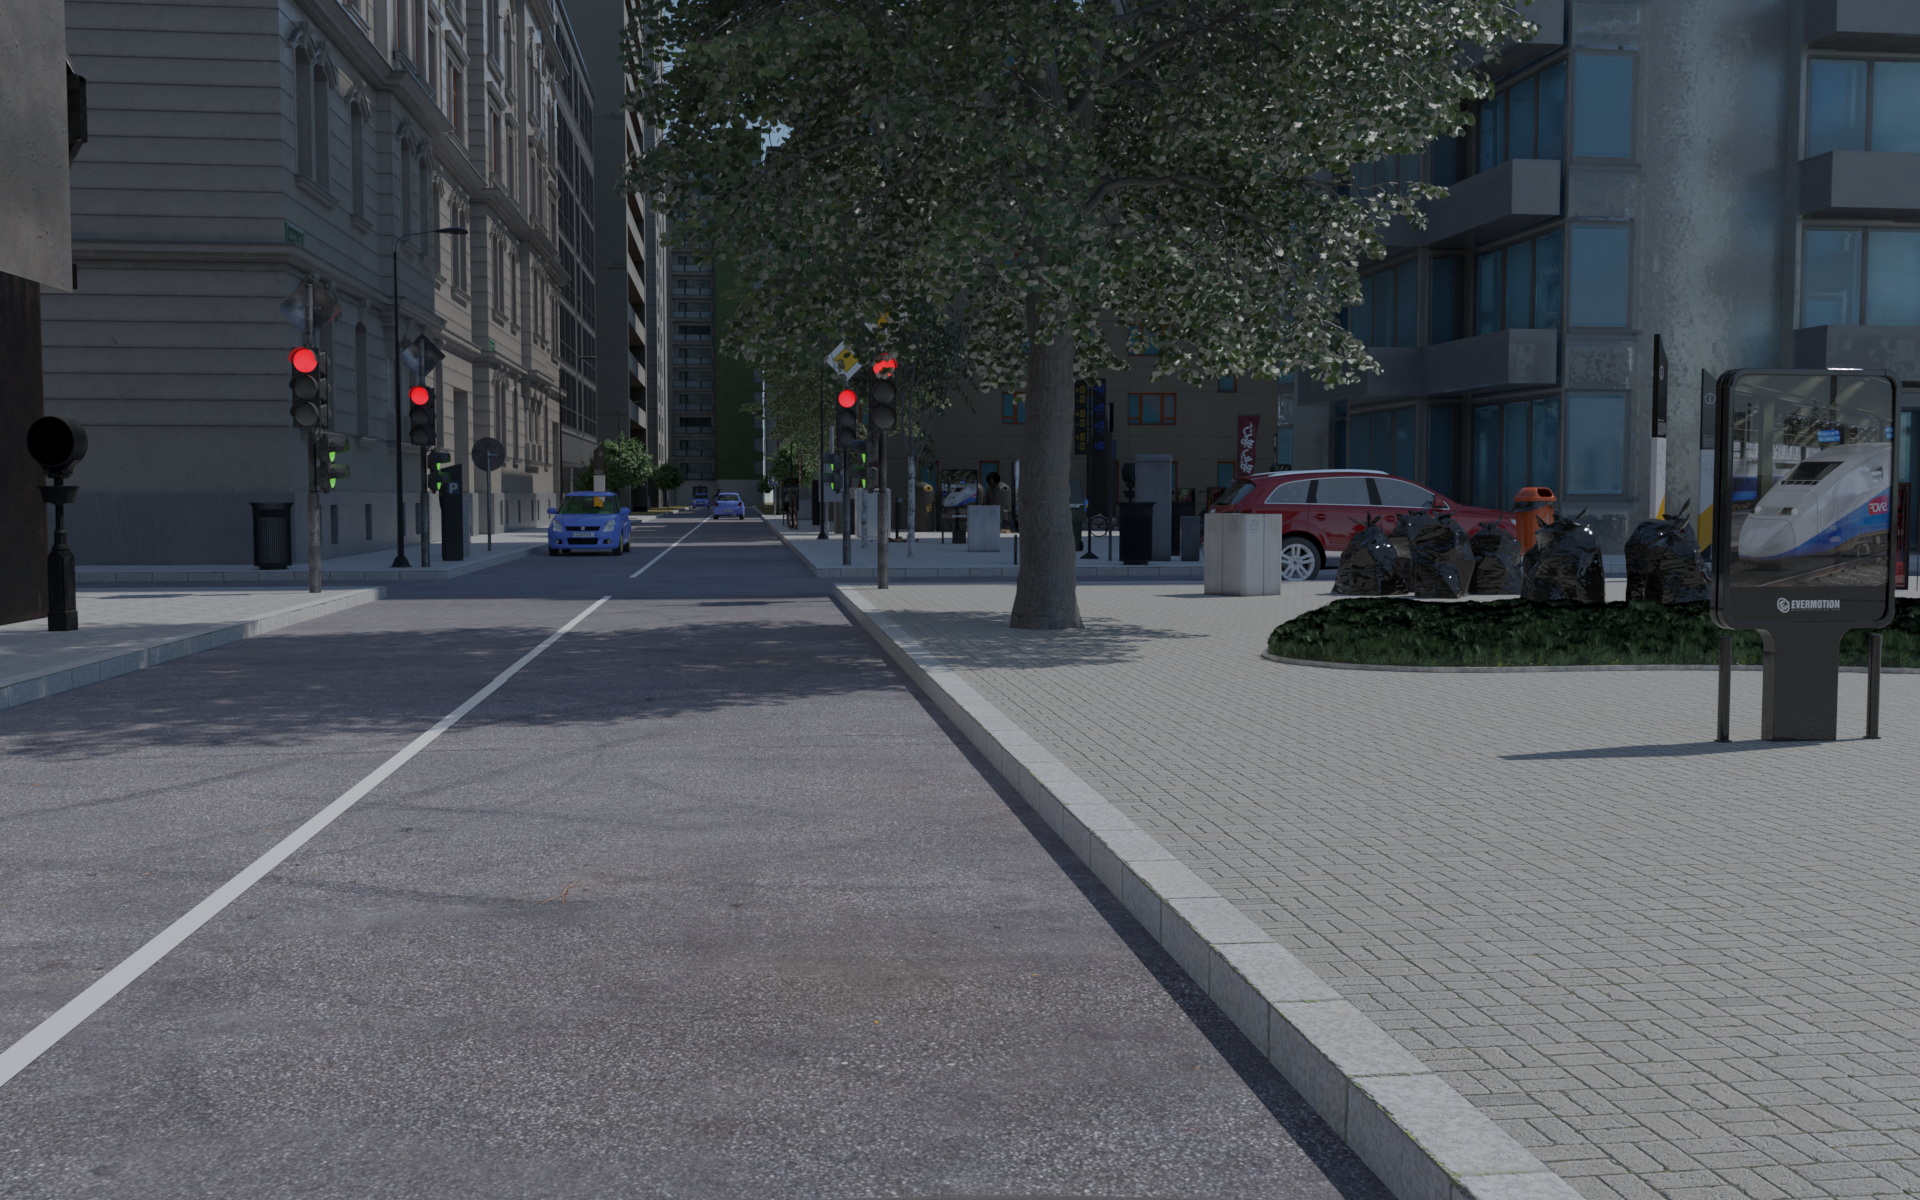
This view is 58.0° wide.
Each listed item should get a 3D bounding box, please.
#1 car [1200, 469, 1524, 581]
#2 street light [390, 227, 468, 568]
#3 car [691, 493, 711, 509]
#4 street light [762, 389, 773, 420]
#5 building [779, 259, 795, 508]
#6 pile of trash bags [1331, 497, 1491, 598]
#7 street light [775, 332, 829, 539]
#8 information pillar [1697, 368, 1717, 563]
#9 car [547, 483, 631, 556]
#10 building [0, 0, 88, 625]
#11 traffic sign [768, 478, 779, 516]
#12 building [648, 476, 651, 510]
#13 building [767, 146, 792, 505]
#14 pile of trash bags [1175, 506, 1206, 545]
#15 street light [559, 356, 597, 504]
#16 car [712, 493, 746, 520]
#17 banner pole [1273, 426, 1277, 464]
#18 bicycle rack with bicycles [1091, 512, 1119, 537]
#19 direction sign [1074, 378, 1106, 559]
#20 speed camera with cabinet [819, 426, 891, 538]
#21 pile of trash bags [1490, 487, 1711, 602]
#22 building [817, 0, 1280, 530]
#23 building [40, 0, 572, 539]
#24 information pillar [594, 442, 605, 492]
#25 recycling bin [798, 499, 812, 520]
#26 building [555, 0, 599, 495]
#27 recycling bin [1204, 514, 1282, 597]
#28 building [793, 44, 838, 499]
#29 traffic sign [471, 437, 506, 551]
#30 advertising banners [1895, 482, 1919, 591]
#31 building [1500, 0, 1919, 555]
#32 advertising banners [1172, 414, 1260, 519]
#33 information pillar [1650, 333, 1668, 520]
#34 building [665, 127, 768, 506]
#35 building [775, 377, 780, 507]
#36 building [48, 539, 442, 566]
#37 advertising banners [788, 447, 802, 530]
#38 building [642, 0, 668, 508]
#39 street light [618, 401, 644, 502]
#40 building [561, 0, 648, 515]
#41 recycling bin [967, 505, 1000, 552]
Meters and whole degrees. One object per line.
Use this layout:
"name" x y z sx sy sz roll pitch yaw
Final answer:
"car" 6.507 -1.154 27.542 5.304 1.827 2.281 0 4 -6
"street light" -9.252 -3.528 30.220 1.470 5.913 1.316 0 4 -7
"car" -25.614 -9.892 171.331 1.945 1.707 3.694 0 4 -7
"street light" -8.044 -6.389 77.005 1.470 5.913 1.316 0 4 -7
"building" -0.007 -17.952 138.556 27.650 21.520 28.899 0 4 -7
"pile of trash bags" 6.604 -0.789 22.653 3.447 1.369 1.912 -2 4 -35
"street light" -4.446 -4.673 48.951 1.470 5.913 1.316 0 4 -7
"information pillar" 14.048 -2.509 32.373 0.504 3.616 0.183 0 4 -4
"car" -8.817 -1.941 41.326 1.945 1.707 3.694 0 4 -6
"building" -17.116 -8.799 11.320 16.811 18.784 16.820 0 4 -7
"traffic sign" -10.769 -6.153 100.705 0.768 2.556 0.104 0 4 -5
"building" -41.187 -27.155 135.872 32.217 40.220 23.993 0 4 -7
"building" -15.333 -31.446 197.740 14.086 41.232 14.154 0 4 -7
"pile of trash bags" 6.400 -2.148 44.867 1.912 1.369 3.447 2 4 31
"street light" -12.898 -5.248 58.342 1.470 5.913 1.316 0 4 -7
"car" -13.107 -5.422 98.236 1.945 1.707 3.694 0 4 -6
"banner pole" 11.529 -4.479 63.242 0.401 3.779 0.863 2 4 24
"bicycle rack with bicycles" 5.597 -2.366 52.059 2.925 0.926 2.852 1 4 22
"direction sign" 2.567 -2.584 34.238 0.379 3.537 0.876 -3 4 -39
"speed camera with cabinet" -3.081 -3.441 50.604 2.038 3.252 0.660 -1 4 -11
"pile of trash bags" 7.376 -0.478 17.575 3.447 1.369 1.912 2 4 28
"building" 8.040 -14.228 77.670 27.650 21.520 28.899 0 4 -7
"building" -22.293 -16.929 64.186 14.401 28.519 23.554 0 4 -7
"information pillar" -16.040 -5.245 77.106 0.504 3.616 0.183 0 4 0
"recycling bin" -7.691 -4.471 85.663 0.722 1.027 0.722 -1 4 -9
"building" -26.559 -18.011 87.988 14.314 27.812 24.014 0 4 -7
"recycling bin" 3.601 -0.581 22.061 0.722 1.027 0.722 -3 4 -37
"building" -4.075 -21.028 115.504 14.160 30.474 14.107 0 4 -7
"traffic sign" -10.571 -2.369 38.843 0.768 2.556 0.104 0 4 -1
"advertising banners" 12.668 -1.659 23.320 0.090 3.025 2.074 0 4 2
"building" 24.018 -26.067 45.811 30.456 49.044 23.786 0 4 -7
"advertising banners" 5.710 -2.599 38.676 2.074 3.025 0.090 2 4 32
"information pillar" 10.292 -2.090 25.531 0.183 3.616 0.504 3 4 37
"building" -29.324 -31.347 196.109 14.086 41.232 14.154 0 4 -7
"building" -3.761 -19.731 167.637 27.650 21.520 28.899 0 4 -7
"building" -19.625 -15.501 40.825 14.401 28.519 23.554 0 4 -7
"advertising banners" -5.942 -4.056 62.500 0.090 3.025 2.074 -1 4 -18
"building" -39.076 -44.511 166.003 20.611 71.187 20.563 0 4 -7
"street light" -16.492 -6.978 86.629 1.470 5.913 1.316 0 4 -7
"building" -32.059 -29.952 113.419 21.300 48.544 21.600 0 4 -7
"recycling bin" 0.525 -1.593 38.598 0.722 1.027 0.722 0 4 0
